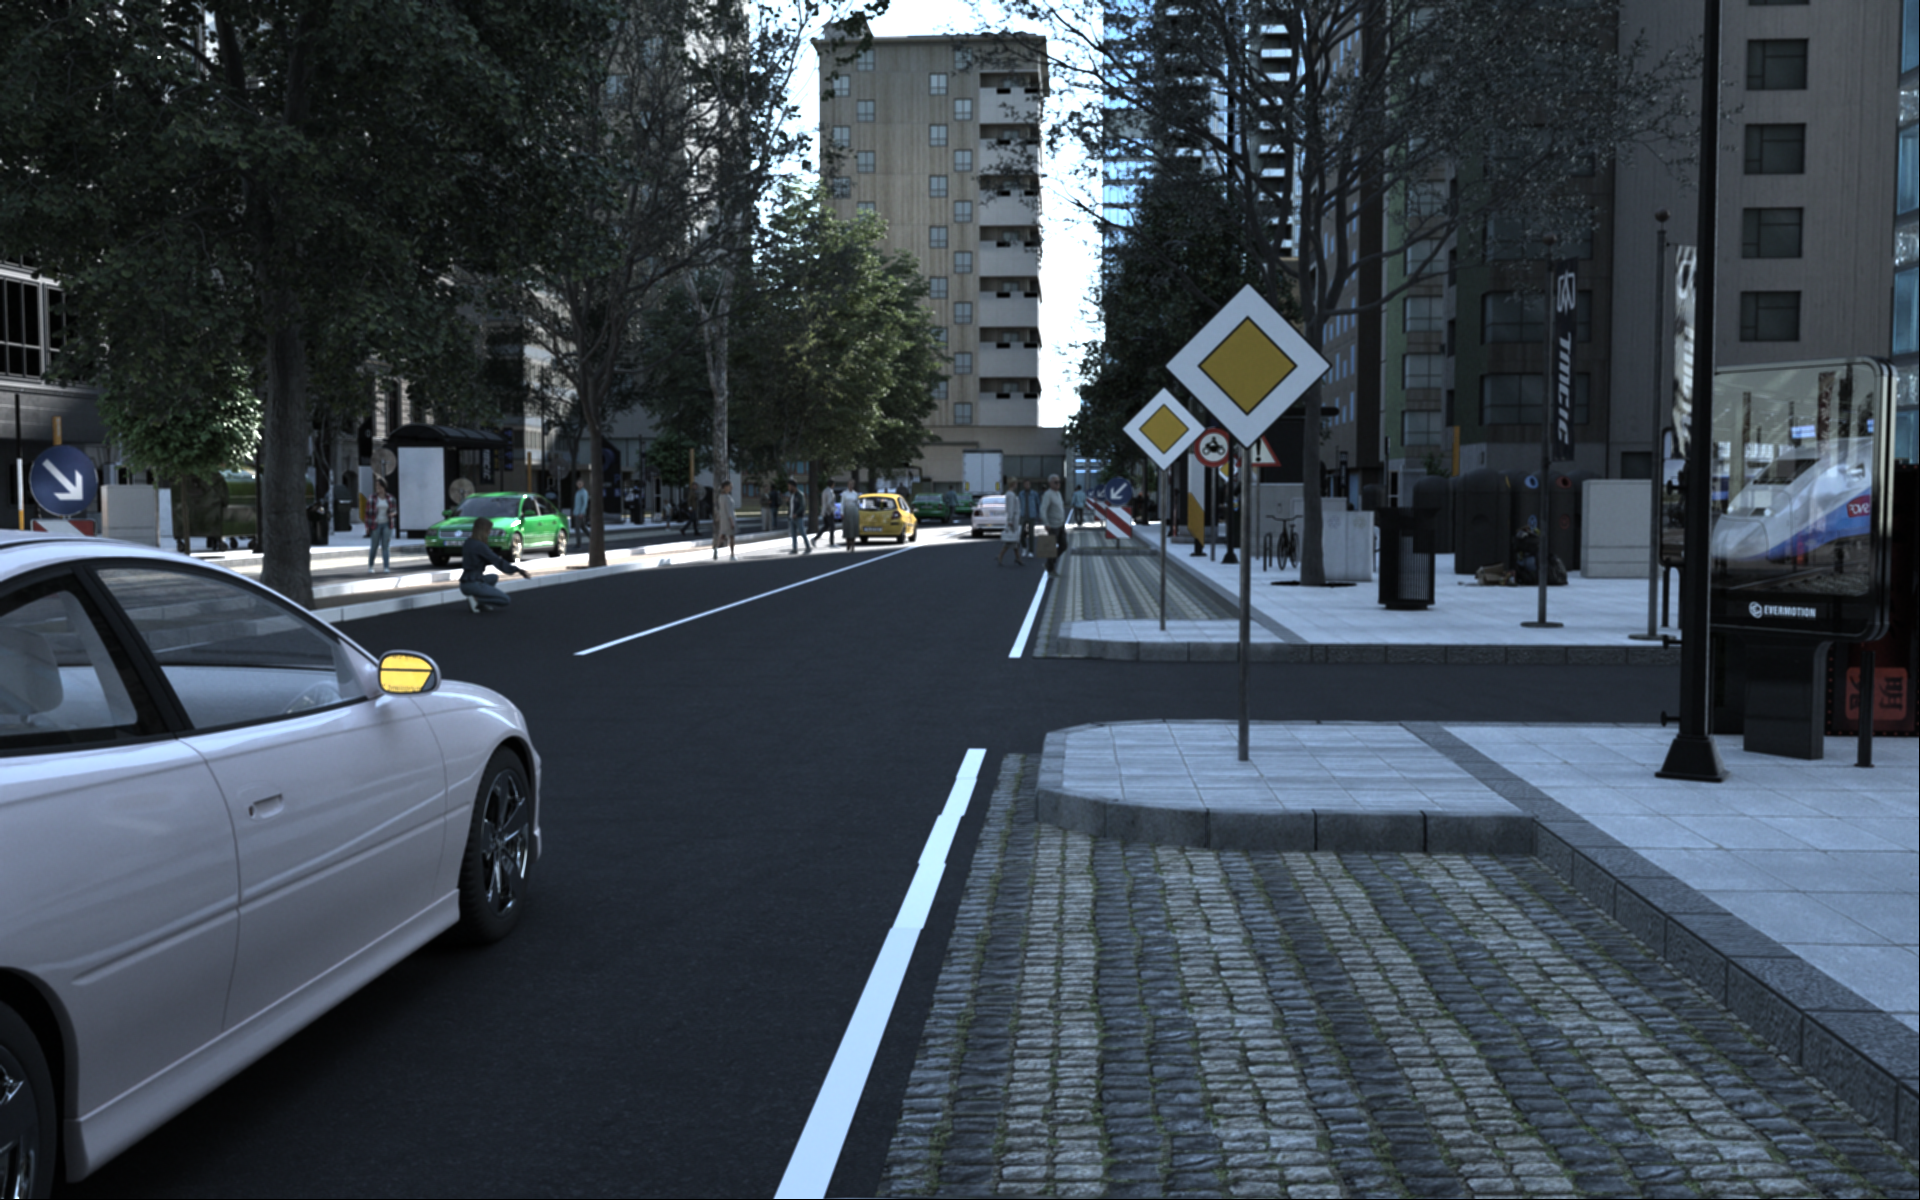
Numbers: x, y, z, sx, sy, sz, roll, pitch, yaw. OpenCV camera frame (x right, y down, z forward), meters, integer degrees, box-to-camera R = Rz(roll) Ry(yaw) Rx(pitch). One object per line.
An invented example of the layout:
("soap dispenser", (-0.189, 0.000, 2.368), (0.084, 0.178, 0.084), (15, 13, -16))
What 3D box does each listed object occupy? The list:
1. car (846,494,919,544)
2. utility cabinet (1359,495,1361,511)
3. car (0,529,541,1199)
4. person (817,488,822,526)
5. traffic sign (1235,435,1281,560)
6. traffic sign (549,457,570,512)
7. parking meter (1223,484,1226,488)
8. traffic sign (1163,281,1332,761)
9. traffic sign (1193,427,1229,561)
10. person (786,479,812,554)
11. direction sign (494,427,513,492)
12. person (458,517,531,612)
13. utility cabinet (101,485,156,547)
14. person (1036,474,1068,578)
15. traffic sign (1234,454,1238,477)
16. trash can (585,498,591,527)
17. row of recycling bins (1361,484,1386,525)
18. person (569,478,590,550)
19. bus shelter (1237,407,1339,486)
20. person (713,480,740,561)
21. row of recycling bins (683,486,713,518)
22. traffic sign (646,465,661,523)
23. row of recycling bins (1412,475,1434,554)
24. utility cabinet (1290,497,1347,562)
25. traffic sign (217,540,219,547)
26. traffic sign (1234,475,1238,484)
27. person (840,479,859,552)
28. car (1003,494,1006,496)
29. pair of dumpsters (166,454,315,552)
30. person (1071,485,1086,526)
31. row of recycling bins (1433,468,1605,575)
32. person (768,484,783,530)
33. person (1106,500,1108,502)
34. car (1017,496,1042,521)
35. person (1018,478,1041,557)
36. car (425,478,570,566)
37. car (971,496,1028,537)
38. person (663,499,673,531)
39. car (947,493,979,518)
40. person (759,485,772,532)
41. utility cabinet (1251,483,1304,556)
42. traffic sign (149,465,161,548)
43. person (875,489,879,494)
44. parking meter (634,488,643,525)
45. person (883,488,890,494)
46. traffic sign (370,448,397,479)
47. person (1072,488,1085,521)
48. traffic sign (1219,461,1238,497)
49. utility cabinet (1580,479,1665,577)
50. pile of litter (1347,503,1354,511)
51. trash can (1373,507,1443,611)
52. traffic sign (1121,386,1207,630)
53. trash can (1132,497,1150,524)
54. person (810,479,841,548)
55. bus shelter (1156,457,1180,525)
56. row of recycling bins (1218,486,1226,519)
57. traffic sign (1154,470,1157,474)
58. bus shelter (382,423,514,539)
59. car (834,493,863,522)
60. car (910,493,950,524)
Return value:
("car", (-2.283, -2.497, 51.049), (2.015, 1.641, 3.980), (0, 4, 6))
("utility cabinet", (19.302, -4.333, 82.012), (1.020, 1.237, 0.306), (-3, 5, -41))
("car", (-2.459, 0.502, 4.158), (2.083, 1.381, 4.827), (0, 4, 3))
("person", (-6.381, -4.139, 76.420), (0.600, 1.795, 0.529), (3, 5, 43))
("traffic sign", (5.803, -2.062, 33.711), (0.884, 2.594, 0.081), (1, 4, 12))
("traffic sign", (-13.891, -3.664, 60.018), (0.768, 2.556, 0.104), (1, 4, 9))
("parking meter", (13.450, -4.983, 87.181), (0.399, 1.863, 0.255), (2, 4, 35))
("traffic sign", (1.362, -0.284, 8.280), (0.795, 2.450, 0.064), (0, 4, 4))
("traffic sign", (4.838, -2.015, 33.057), (0.768, 2.556, 0.104), (1, 4, 12))
("person", (-3.904, -1.986, 41.318), (0.623, 1.781, 0.721), (3, 4, 38))
("direction sign", (-15.506, -4.074, 58.603), (0.379, 3.537, 0.876), (3, 5, 42))
("person", (-5.835, -0.445, 21.282), (0.738, 1.151, 1.012), (-3, 5, -40))
("utility cabinet", (-19.795, -1.991, 41.226), (0.318, 1.500, 1.173), (2, 4, 34))
("person", (1.538, -1.264, 29.646), (0.515, 1.767, 0.782), (2, 4, 29))
("traffic sign", (8.335, -3.270, 53.567), (0.768, 2.556, 0.104), (0, 4, 5))
("trash can", (-14.239, -3.395, 67.167), (0.748, 1.137, 0.748), (0, 3, 0))
("row of recycling bins", (17.510, -4.008, 72.650), (1.069, 1.692, 3.534), (1, 4, 21))
("person", (-9.660, -2.207, 44.440), (0.748, 1.841, 0.638), (-1, 4, -18))
("bus shelter", (8.382, -4.181, 45.991), (2.179, 5.291, 8.768), (0, 4, 4))
("person", (-5.011, -1.706, 37.145), (0.466, 1.731, 0.760), (1, 4, 22))
("row of recycling bins", (-13.711, -5.159, 91.470), (1.069, 1.692, 3.534), (1, 4, 11))
("traffic sign", (-13.627, -4.682, 76.656), (0.768, 2.556, 0.104), (1, 4, 10))
("row of recycling bins", (11.350, -1.912, 38.367), (3.534, 1.692, 1.069), (-3, 4, -38))
("utility cabinet", (6.819, -1.332, 32.937), (1.020, 1.237, 0.306), (0, 4, 6))
("traffic sign", (-17.966, -2.558, 41.927), (0.768, 2.556, 0.104), (0, 4, 5))
("traffic sign", (11.246, -4.317, 70.587), (0.884, 2.594, 0.081), (1, 4, 10))
("person", (-2.729, -2.096, 42.991), (0.478, 1.798, 0.641), (0, 4, -1))
("car", (3.502, -8.647, 153.169), (2.131, 1.459, 4.920), (0, 4, 3))
("pair of dumpsters", (-16.622, -2.300, 40.103), (1.574, 2.255, 4.437), (0, 4, 4))
("person", (4.987, -3.914, 72.520), (0.660, 1.820, 0.620), (-2, 4, -25))
("row of recycling bins", (9.419, -1.315, 28.621), (3.534, 1.692, 1.069), (-3, 4, -37))
("person", (-7.486, -3.707, 69.101), (0.794, 1.824, 0.713), (-1, 4, -16))
("person", (14.482, -9.679, 170.009), (1.065, 1.426, 0.557), (-3, 5, -41))
("car", (3.696, -5.056, 95.251), (1.945, 1.354, 3.894), (0, 4, 4))
("person", (1.542, -1.863, 39.305), (0.601, 1.785, 0.444), (1, 4, 14))
("car", (-9.578, -1.668, 36.062), (1.959, 1.807, 4.718), (0, 4, 6))
("car", (1.381, -2.840, 58.799), (2.083, 1.381, 4.827), (0, 4, 3))
("person", (-11.286, -3.289, 66.956), (0.352, 1.250, 0.332), (-1, 4, -9))
("car", (0.108, -5.798, 103.597), (1.959, 1.807, 4.718), (0, 4, 3))
("person", (-6.812, -3.179, 61.034), (0.362, 1.759, 0.519), (2, 4, 35))
("utility cabinet", (6.468, -1.646, 35.590), (1.173, 1.500, 0.318), (1, 4, 12))
("traffic sign", (-16.955, -2.229, 36.548), (0.768, 2.556, 0.104), (1, 4, 13))
("person", (-4.669, -5.330, 96.582), (0.436, 1.711, 0.756), (1, 4, 22))
("parking meter", (-13.568, -3.955, 73.075), (0.372, 1.533, 0.369), (0, 3, 0))
("person", (-4.639, -6.124, 108.612), (1.348, 1.826, 0.705), (0, 4, 2))
("traffic sign", (-16.018, -2.936, 48.104), (0.768, 2.556, 0.104), (0, 4, 6))
("person", (6.402, -5.144, 93.054), (0.683, 1.767, 0.568), (-2, 4, -32))
("traffic sign", (8.227, -3.193, 53.388), (0.795, 2.450, 0.064), (1, 4, 10))
("utility cabinet", (10.105, -1.084, 26.398), (1.173, 1.500, 0.318), (0, 4, 0))
("pile of litter", (18.986, -4.376, 85.512), (1.719, 0.858, 1.176), (-3, 5, -42))
("trash can", (4.974, -0.466, 19.265), (0.748, 1.137, 0.748), (0, 3, 0))
("traffic sign", (1.906, -0.771, 16.246), (0.795, 2.450, 0.064), (0, 4, 4))
("trash can", (7.637, -3.764, 73.202), (0.748, 1.137, 0.748), (0, 3, 0))
("person", (-3.582, -2.315, 46.202), (0.795, 1.843, 0.661), (-1, 4, -20))
("bus shelter", (8.656, -4.547, 68.263), (2.014, 3.302, 5.546), (0, 4, 4))
("row of recycling bins", (12.882, -4.712, 84.151), (1.069, 1.692, 3.534), (-3, 5, -42))
("traffic sign", (10.299, -5.508, 90.163), (0.768, 2.556, 0.104), (1, 4, 12))
("bus shelter", (-15.254, -3.553, 52.021), (2.014, 3.302, 5.546), (0, 4, 4))
("car", (-5.603, -4.856, 88.995), (1.945, 1.707, 3.694), (0, 4, 3))
("car", (-1.444, -4.648, 84.798), (1.959, 1.807, 4.718), (0, 4, 4))
